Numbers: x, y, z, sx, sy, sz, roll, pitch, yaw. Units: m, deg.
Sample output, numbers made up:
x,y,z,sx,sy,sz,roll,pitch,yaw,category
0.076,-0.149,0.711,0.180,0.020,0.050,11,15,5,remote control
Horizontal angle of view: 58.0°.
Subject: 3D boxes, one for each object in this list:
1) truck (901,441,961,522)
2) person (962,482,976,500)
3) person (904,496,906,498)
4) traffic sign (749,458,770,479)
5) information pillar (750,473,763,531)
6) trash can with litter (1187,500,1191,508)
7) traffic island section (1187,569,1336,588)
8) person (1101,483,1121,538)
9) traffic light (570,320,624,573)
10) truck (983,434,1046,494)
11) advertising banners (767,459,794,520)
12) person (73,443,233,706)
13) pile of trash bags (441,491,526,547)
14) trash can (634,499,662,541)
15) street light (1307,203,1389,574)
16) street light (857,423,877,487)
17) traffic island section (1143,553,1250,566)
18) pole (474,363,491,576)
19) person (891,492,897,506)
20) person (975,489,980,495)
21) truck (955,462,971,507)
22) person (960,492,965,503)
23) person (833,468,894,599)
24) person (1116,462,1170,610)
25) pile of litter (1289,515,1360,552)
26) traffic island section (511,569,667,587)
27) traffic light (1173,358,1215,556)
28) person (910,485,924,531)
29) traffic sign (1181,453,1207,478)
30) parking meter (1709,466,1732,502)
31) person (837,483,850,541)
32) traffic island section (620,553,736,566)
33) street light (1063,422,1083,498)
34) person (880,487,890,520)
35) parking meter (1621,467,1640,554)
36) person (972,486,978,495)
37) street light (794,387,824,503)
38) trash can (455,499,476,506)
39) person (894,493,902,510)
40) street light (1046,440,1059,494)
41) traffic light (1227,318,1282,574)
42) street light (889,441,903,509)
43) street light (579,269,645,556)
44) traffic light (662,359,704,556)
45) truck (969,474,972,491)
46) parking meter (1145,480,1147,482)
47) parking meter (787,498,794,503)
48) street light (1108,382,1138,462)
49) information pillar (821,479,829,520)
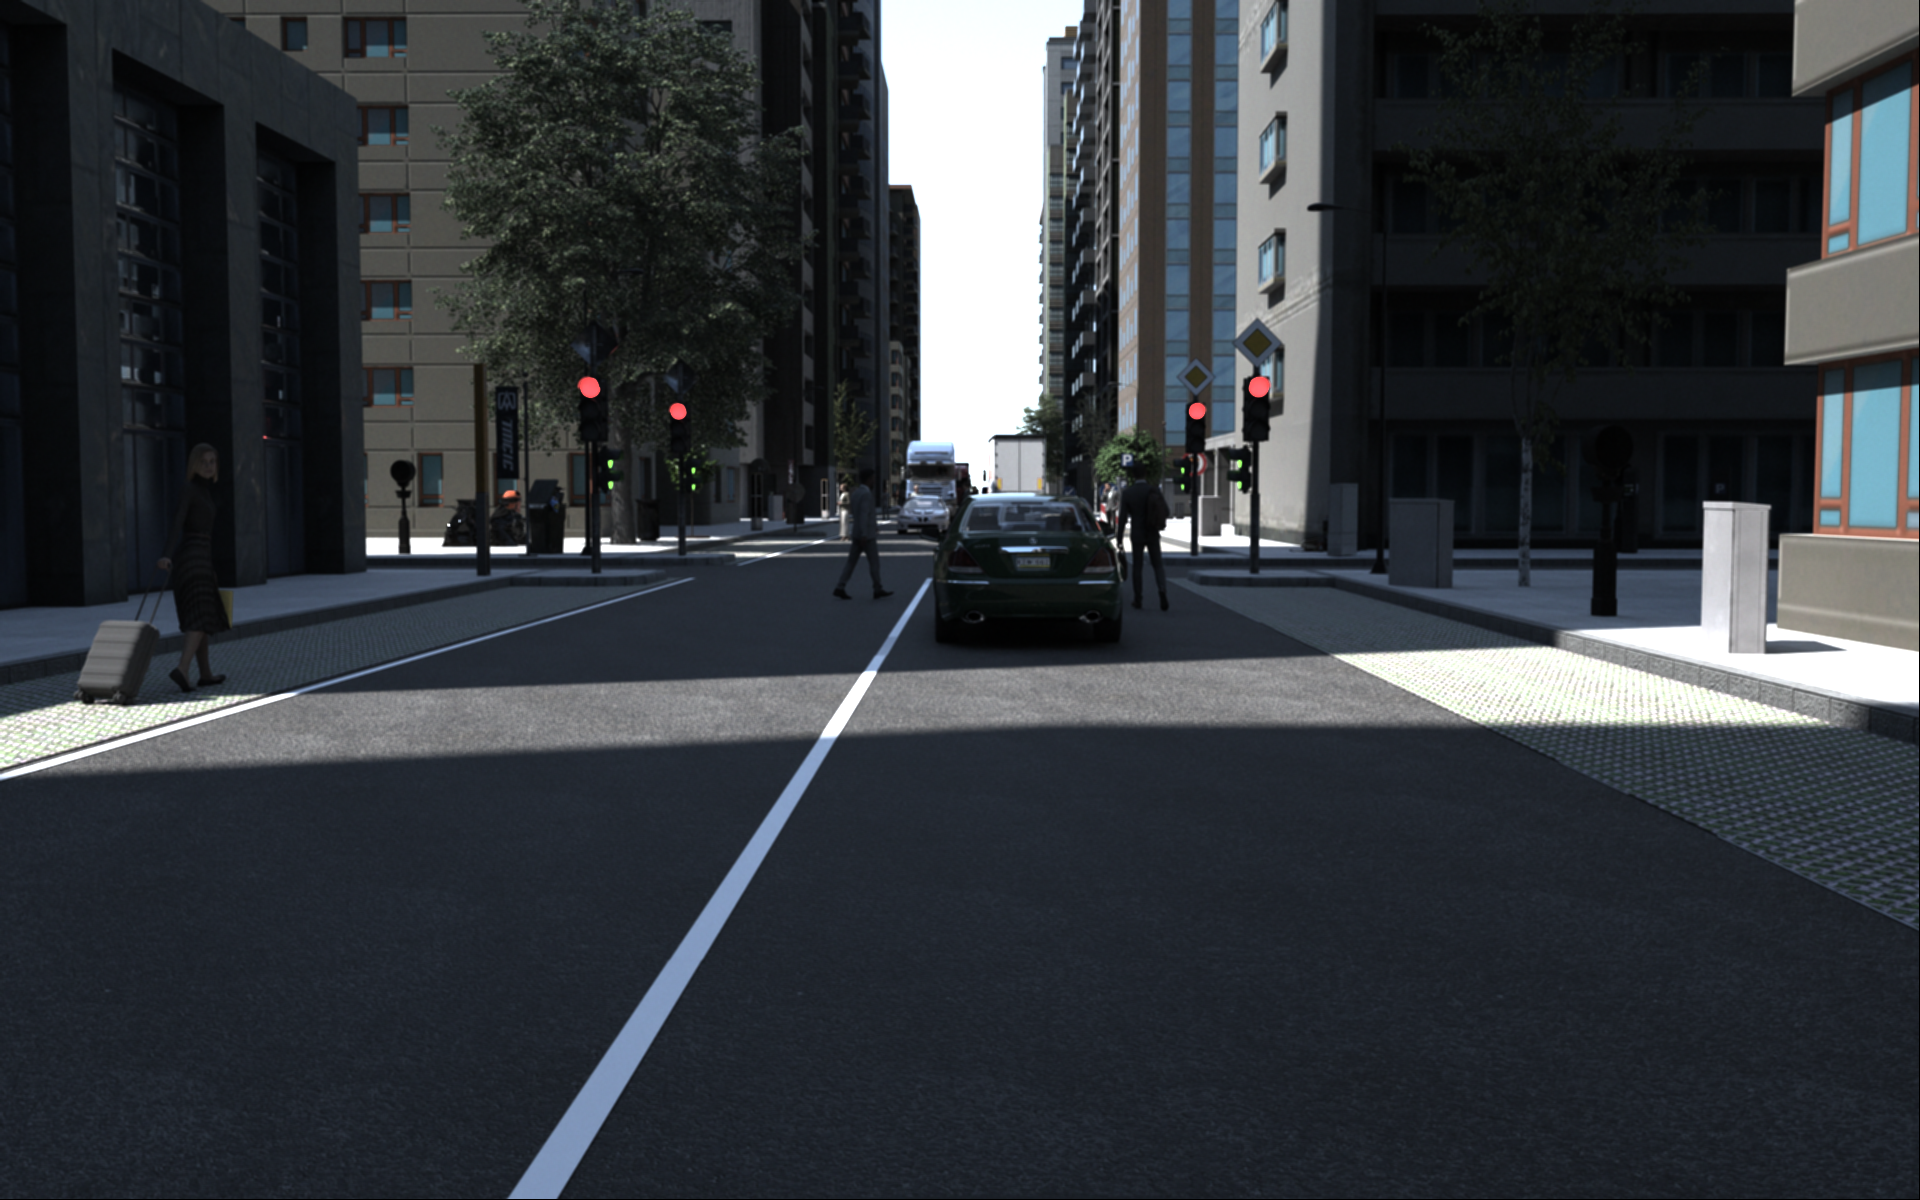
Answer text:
x,y,z,sx,sy,sz,roll,pitch,yaw,category
-1.479,-6.363,93.799,2.967,4.110,18.799,0,4,0,truck
0.277,-2.990,57.343,0.822,1.834,0.622,0,4,-1,person
-3.968,-8.071,140.477,1.348,1.821,0.705,0,4,-4,person
-7.138,-3.761,61.606,0.768,2.556,0.104,1,4,11,traffic sign
-7.154,-3.451,60.916,0.304,2.012,0.304,-3,5,-41,information pillar
11.118,-4.251,80.884,0.624,1.170,1.055,3,4,36,trash can with litter
4.772,-0.346,27.945,2.009,0.180,2.903,0,4,1,traffic island section
4.896,-2.905,56.185,0.592,1.802,0.473,3,5,41,person
-5.879,-2.388,27.963,0.839,4.253,0.868,0,4,1,traffic light
2.690,-5.966,86.462,2.839,4.237,11.283,0,4,-1,truck
-8.867,-5.488,85.910,0.090,3.025,2.074,2,4,35,advertising banners
-5.690,-0.221,12.339,0.699,1.804,1.509,1,4,19,person
-11.691,-2.067,43.541,1.912,1.369,3.447,0,4,2,pile of trash bags
-8.532,-2.186,47.399,0.748,1.137,0.748,0,3,0,trash can
6.240,-3.380,27.798,1.470,5.913,1.316,0,4,1,street light
-6.145,-8.614,113.372,1.470,5.913,1.316,0,4,1,street light
4.883,-0.835,35.930,2.009,0.180,2.903,0,4,1,traffic island section
-7.495,-2.038,27.161,0.158,3.312,0.155,0,3,0,pole
-7.188,-11.255,193.341,1.217,1.723,0.721,3,4,36,person
1.027,-5.218,94.645,0.643,1.720,0.563,1,4,18,person
-0.392,-10.195,155.608,2.839,4.237,11.283,0,4,0,truck
0.230,-8.541,149.617,0.415,1.643,0.593,2,4,32,person
-1.332,-0.910,23.661,0.850,1.792,0.678,-2,4,-28,person
2.280,-0.799,21.521,0.622,1.834,0.822,-1,4,-9,person
8.176,-1.519,38.808,1.719,0.858,1.176,0,4,-2,pile of litter
-5.918,-0.356,28.098,2.009,0.180,2.903,0,4,1,traffic island section
4.843,-2.868,35.816,0.839,4.253,0.868,0,4,1,traffic light
-1.716,-3.523,66.592,0.782,1.767,0.515,0,4,1,person
6.752,-3.057,50.084,0.768,2.556,0.104,0,4,2,traffic sign
16.081,-1.893,36.658,0.399,1.863,0.255,2,4,32,parking meter
-3.579,-2.691,53.045,0.362,1.759,0.519,-2,4,-31,person
-5.807,-0.844,36.083,2.009,0.180,2.903,0,4,1,traffic island section
7.306,-8.465,110.936,1.470,5.913,1.316,0,4,1,street light
-4.093,-5.241,94.374,0.511,1.800,0.466,1,4,11,person
14.484,-1.939,37.414,0.255,1.863,0.399,3,4,36,parking meter
0.873,-4.052,74.965,0.699,1.804,1.509,-3,4,-38,person
-6.605,-6.277,75.165,1.470,5.913,1.316,0,4,1,street light
-13.122,-2.125,46.392,0.748,1.137,0.748,0,3,0,trash can
-4.864,-7.839,137.469,0.742,1.727,0.445,-2,4,-24,person
7.862,-10.745,148.221,1.470,5.913,1.316,0,4,1,street light
4.732,-2.380,27.832,0.839,4.253,0.868,0,4,1,traffic light
-5.662,-10.990,152.226,1.470,5.913,1.316,0,4,1,street light
-7.196,-3.873,35.858,1.470,5.913,1.316,0,4,1,street light
-5.767,-2.876,35.947,0.839,4.253,0.868,0,4,1,traffic light
0.325,-15.847,248.005,2.839,4.237,11.283,0,4,0,truck
7.793,-4.185,74.130,0.399,1.863,0.255,2,4,35,parking meter
-8.030,-4.501,82.005,0.372,1.533,0.369,0,3,0,parking meter
6.838,-6.088,72.082,1.470,5.913,1.316,0,4,1,street light
-6.755,-5.044,86.965,0.304,2.012,0.304,1,4,20,information pillar
